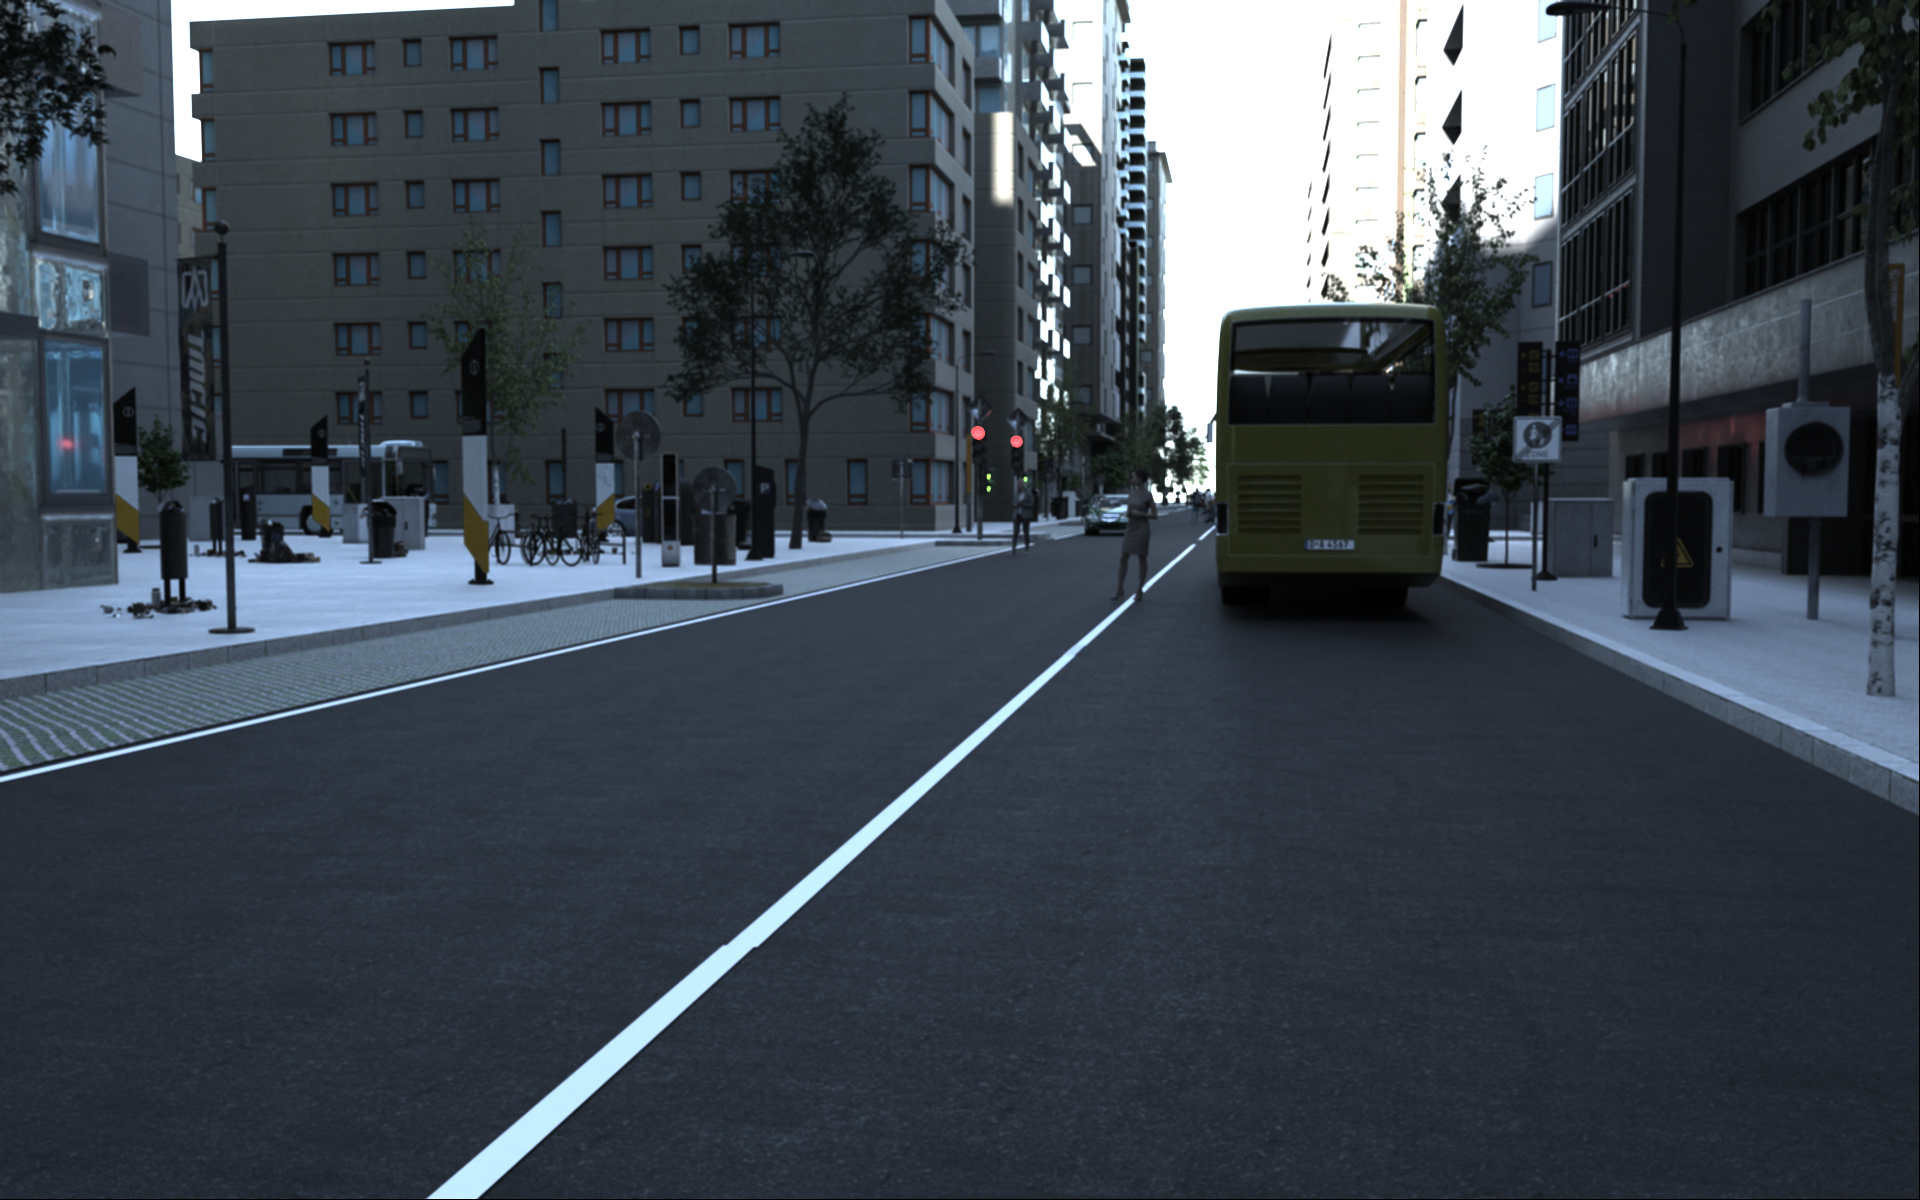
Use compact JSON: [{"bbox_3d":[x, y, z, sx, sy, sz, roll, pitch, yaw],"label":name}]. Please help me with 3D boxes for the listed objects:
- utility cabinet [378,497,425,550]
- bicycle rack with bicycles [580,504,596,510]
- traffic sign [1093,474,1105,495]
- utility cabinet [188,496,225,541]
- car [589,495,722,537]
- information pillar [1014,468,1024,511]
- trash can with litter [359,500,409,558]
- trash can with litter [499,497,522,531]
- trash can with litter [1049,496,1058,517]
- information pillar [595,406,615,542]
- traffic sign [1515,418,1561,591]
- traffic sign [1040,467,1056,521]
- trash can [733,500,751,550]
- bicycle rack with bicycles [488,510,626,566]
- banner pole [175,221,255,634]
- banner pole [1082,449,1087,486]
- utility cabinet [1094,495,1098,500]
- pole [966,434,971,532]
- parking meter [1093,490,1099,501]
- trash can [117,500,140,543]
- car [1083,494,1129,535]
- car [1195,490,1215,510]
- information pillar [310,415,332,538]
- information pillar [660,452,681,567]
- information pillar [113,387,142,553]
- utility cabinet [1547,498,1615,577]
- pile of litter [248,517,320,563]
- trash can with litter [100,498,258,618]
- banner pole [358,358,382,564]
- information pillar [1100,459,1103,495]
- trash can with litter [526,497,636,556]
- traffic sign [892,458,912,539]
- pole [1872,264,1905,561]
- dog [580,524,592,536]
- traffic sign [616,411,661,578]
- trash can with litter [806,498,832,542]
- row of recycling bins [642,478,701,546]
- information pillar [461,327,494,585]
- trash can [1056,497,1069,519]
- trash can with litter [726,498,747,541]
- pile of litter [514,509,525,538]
[{"bbox_3d":[-12.844,-1.754,39.840,1.020,1.237,0.306,1,4,12],"label":"utility cabinet"},{"bbox_3d":[-11.993,-2.851,59.999,2.852,0.926,2.925,0,4,-4],"label":"bicycle rack with bicycles"},{"bbox_3d":[8.796,-6.690,109.488,0.768,2.556,0.104,1,4,18],"label":"traffic sign"},{"bbox_3d":[-20.389,-2.197,47.079,1.020,1.237,0.306,0,4,-4],"label":"utility cabinet"},{"bbox_3d":[-9.131,-2.529,53.344,4.499,1.417,2.014,1,4,11],"label":"car"},{"bbox_3d":[2.658,-5.318,78.296,0.504,3.616,0.183,-2,4,-32],"label":"information pillar"},{"bbox_3d":[-11.623,-1.445,35.020,0.624,1.170,1.055,0,4,8],"label":"trash can with litter"},{"bbox_3d":[-15.621,-2.977,60.057,1.055,1.170,0.624,2,4,31],"label":"trash can with litter"},{"bbox_3d":[5.382,-5.305,98.129,0.624,1.170,1.055,1,4,9],"label":"trash can with litter"},{"bbox_3d":[-9.489,-3.357,46.238,0.504,3.616,0.183,0,4,-1],"label":"information pillar"},{"bbox_3d":[7.617,-1.271,22.916,0.606,2.300,0.079,1,4,10],"label":"traffic sign"},{"bbox_3d":[4.162,-5.034,82.415,0.768,2.556,0.104,1,4,17],"label":"traffic sign"},{"bbox_3d":[-4.916,-1.738,40.064,0.748,1.137,0.748,0,3,0],"label":"trash can"},{"bbox_3d":[-7.393,-1.123,31.746,2.852,0.926,2.925,-2,4,-32],"label":"bicycle rack with bicycles"},{"bbox_3d":[-6.967,-1.595,16.090,0.863,3.779,0.401,2,4,29],"label":"banner pole"},{"bbox_3d":[6.939,-6.525,96.698,0.401,3.779,0.863,-1,4,-17],"label":"banner pole"},{"bbox_3d":[8.663,-5.969,108.749,0.306,1.237,1.020,1,4,17],"label":"utility cabinet"},{"bbox_3d":[0.300,-3.965,58.669,0.158,3.312,0.155,0,3,0],"label":"pole"},{"bbox_3d":[8.938,-6.457,113.981,0.372,1.533,0.369,0,3,0],"label":"parking meter"},{"bbox_3d":[-21.754,-2.049,45.149,0.748,1.137,0.748,0,3,0],"label":"trash can"},{"bbox_3d":[5.479,-3.037,61.451,2.131,1.459,4.920,1,4,9],"label":"car"},{"bbox_3d":[22.261,-9.055,156.715,2.281,1.827,5.304,0,4,8],"label":"car"},{"bbox_3d":[-18.855,-3.653,51.075,0.504,3.616,0.183,0,4,-4],"label":"information pillar"},{"bbox_3d":[-5.110,-1.597,30.597,0.304,2.012,0.304,0,4,-3],"label":"information pillar"},{"bbox_3d":[-18.157,-2.835,37.713,0.504,3.616,0.183,-3,4,-36],"label":"information pillar"},{"bbox_3d":[9.602,-0.959,26.847,1.020,1.237,0.306,-1,4,-12],"label":"utility cabinet"},{"bbox_3d":[-12.780,-1.146,32.695,1.176,0.858,1.719,-3,4,-37],"label":"pile of litter"},{"bbox_3d":[-8.798,-0.477,18.856,1.678,1.210,2.233,0,4,-7],"label":"trash can with litter"},{"bbox_3d":[-11.054,-2.580,32.199,0.401,3.779,0.863,-2,4,-34],"label":"banner pole"},{"bbox_3d":[9.433,-7.598,115.588,0.183,3.616,0.504,-1,4,-10],"label":"information pillar"},{"bbox_3d":[-8.020,-1.576,36.828,2.233,1.210,1.678,0,4,-7],"label":"trash can with litter"},{"bbox_3d":[-1.668,-2.913,49.754,0.606,2.300,0.079,1,4,14],"label":"traffic sign"},{"bbox_3d":[8.289,-1.323,15.480,0.158,3.312,0.155,0,3,0],"label":"pole"},{"bbox_3d":[-11.695,-2.163,54.649,0.406,0.507,0.540,1,4,9],"label":"dog"},{"bbox_3d":[-4.921,-1.611,26.445,0.768,2.556,0.104,1,4,19],"label":"traffic sign"},{"bbox_3d":[-3.712,-2.142,46.406,0.624,1.170,1.055,-2,4,-29],"label":"trash can with litter"},{"bbox_3d":[-7.436,-2.302,44.757,1.069,1.692,3.534,-1,4,-23],"label":"row of recycling bins"},{"bbox_3d":[-6.880,-2.033,24.589,0.504,3.616,0.183,3,5,40],"label":"information pillar"},{"bbox_3d":[5.300,-4.775,89.723,0.748,1.137,0.748,0,3,0],"label":"trash can"},{"bbox_3d":[-6.251,-2.171,46.888,1.055,1.170,0.624,2,4,27],"label":"trash can with litter"},{"bbox_3d":[-13.279,-2.238,50.559,1.176,0.858,1.719,-2,4,-33],"label":"pile of litter"}]
